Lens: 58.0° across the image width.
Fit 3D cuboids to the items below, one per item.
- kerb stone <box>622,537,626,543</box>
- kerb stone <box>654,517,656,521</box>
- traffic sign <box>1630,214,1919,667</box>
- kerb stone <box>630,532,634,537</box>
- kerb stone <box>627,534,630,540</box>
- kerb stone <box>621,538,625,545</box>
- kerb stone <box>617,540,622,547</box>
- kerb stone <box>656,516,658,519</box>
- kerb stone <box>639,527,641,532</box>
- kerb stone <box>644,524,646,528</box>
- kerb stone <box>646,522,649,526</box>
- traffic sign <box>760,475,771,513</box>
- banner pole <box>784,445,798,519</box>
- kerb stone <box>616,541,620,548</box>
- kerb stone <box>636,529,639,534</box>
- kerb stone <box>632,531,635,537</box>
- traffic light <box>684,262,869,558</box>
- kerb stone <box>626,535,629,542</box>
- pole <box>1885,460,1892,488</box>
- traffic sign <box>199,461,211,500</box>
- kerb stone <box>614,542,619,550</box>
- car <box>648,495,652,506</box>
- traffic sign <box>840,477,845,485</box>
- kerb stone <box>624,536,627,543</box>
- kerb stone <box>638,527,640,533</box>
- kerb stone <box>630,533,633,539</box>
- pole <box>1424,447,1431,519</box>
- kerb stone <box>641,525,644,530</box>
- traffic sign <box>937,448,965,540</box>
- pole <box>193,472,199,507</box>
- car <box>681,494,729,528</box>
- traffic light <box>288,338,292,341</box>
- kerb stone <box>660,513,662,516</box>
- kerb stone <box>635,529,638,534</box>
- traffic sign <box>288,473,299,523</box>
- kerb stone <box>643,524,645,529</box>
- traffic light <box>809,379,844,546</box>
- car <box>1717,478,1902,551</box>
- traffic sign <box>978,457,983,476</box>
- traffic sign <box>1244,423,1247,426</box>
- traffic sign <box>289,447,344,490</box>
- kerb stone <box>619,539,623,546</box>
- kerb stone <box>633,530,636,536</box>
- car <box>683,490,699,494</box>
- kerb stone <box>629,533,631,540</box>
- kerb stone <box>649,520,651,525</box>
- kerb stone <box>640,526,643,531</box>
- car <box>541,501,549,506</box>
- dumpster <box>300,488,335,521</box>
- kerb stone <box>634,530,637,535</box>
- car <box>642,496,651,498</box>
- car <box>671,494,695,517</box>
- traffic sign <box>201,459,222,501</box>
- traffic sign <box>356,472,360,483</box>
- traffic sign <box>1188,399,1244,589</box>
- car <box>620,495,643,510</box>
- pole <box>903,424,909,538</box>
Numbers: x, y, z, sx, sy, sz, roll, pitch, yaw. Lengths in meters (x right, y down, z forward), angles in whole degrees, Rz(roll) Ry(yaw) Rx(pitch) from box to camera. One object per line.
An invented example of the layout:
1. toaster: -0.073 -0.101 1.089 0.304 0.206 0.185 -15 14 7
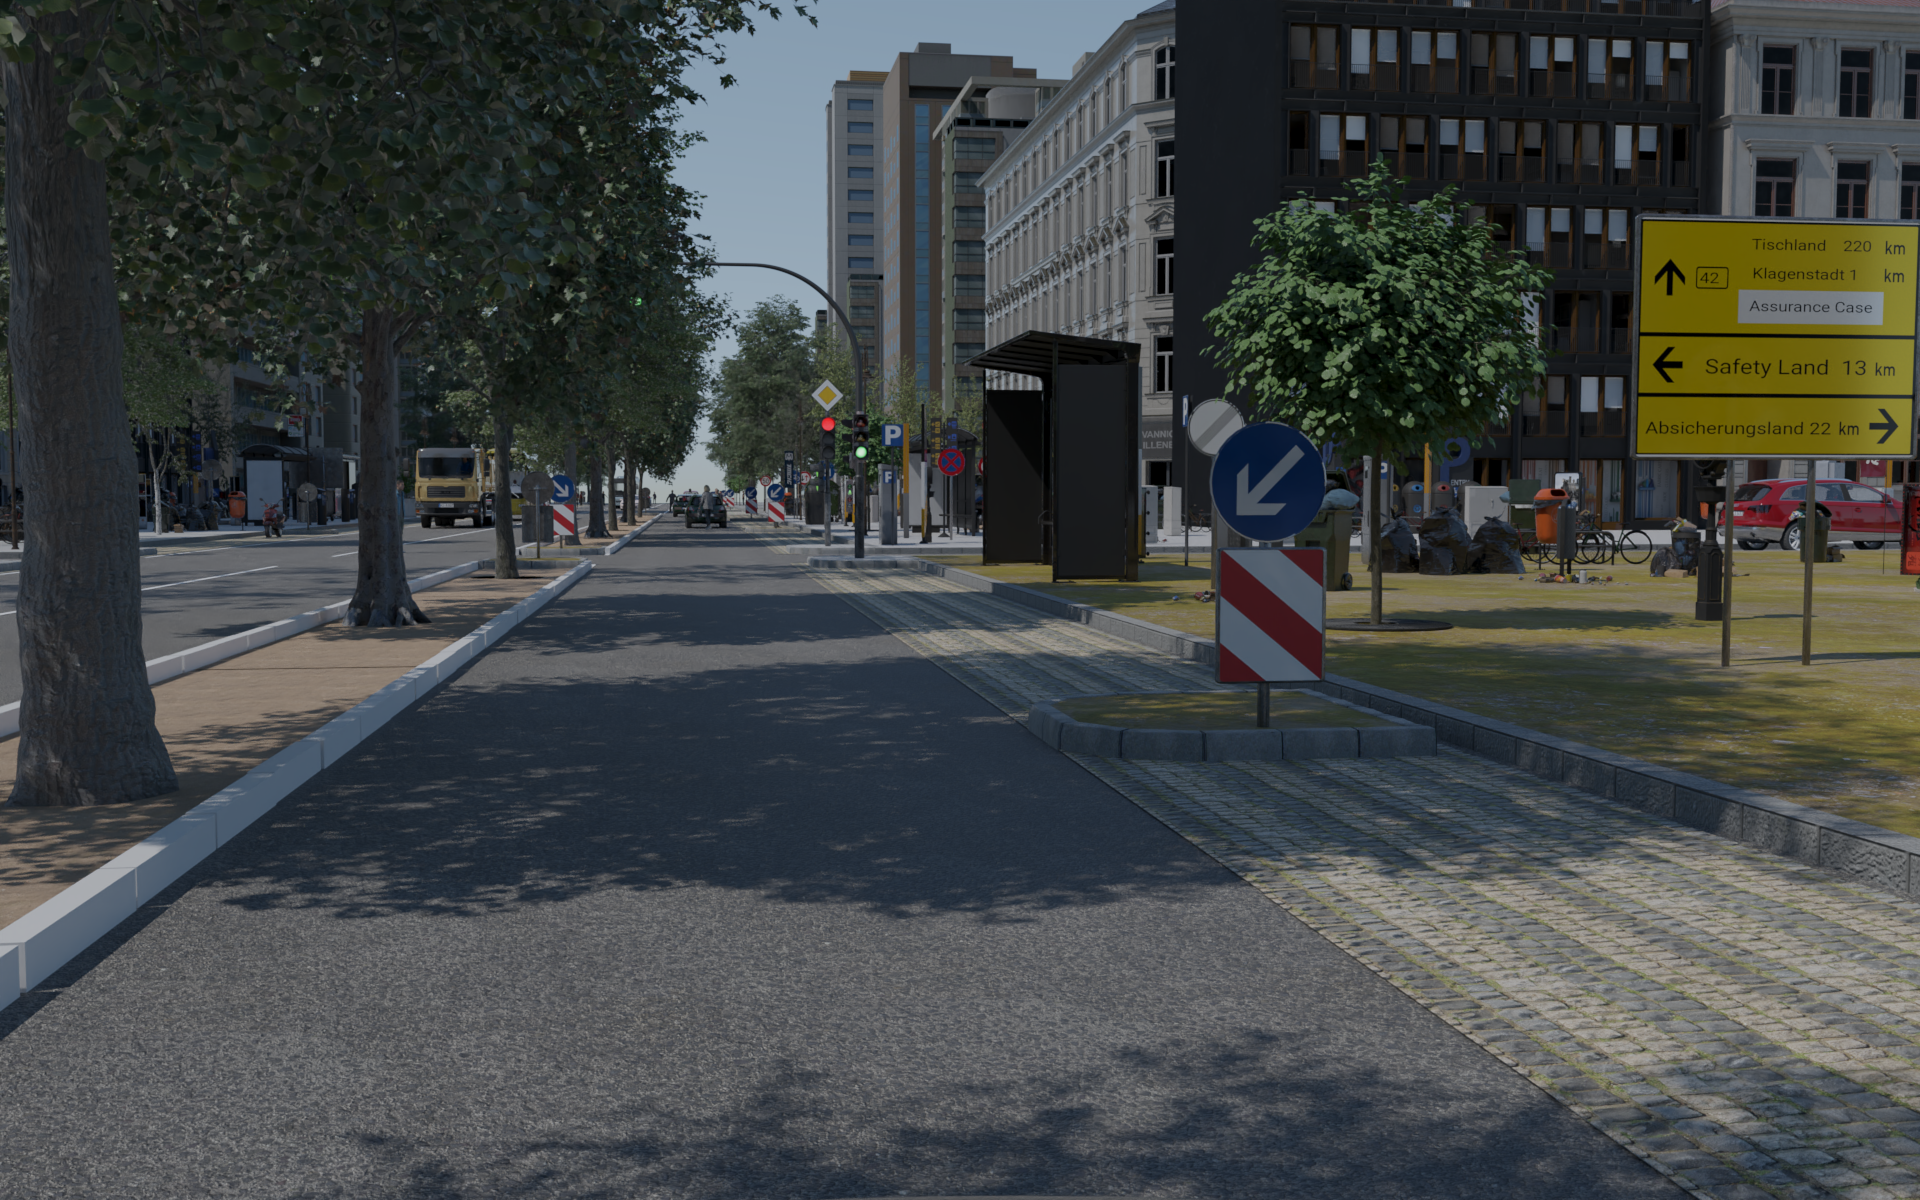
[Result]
1. kerb stone: -9.517 -1.615 48.593 0.120 0.150 1.000 -1 4 -9
2. kerb stone: -15.490 -3.967 87.058 0.120 0.150 1.000 -1 4 -9
3. traffic sign: 6.017 -1.159 12.821 2.265 3.308 0.079 0 4 -7
4. kerb stone: -10.460 -1.983 54.671 0.120 0.150 1.000 -1 4 -9
5. kerb stone: -9.991 -1.801 51.635 0.120 0.150 1.000 -1 4 -9
6. kerb stone: -9.359 -1.552 47.578 0.120 0.150 1.000 -1 4 -9
7. kerb stone: -9.041 -1.428 45.557 0.120 0.150 1.000 -1 4 -9
8. kerb stone: -16.116 -4.212 91.115 0.120 0.150 1.000 -1 4 -9
9. kerb stone: -11.714 -2.480 62.754 0.120 0.150 1.000 -1 4 -9
10. kerb stone: -12.652 -2.844 68.850 0.120 0.150 1.000 -1 4 -9
11. kerb stone: -13.280 -3.099 72.895 0.120 0.150 1.000 -1 4 -9
12. traffic sign: -13.192 -7.186 117.597 0.768 2.556 0.104 0 4 -7
13. banner pole: -8.513 -5.989 87.943 0.863 3.779 0.401 -1 4 -13
14. kerb stone: -8.889 -1.367 44.546 0.120 0.150 1.000 -1 4 -9
15. kerb stone: -11.237 -2.295 59.721 0.120 0.150 1.000 -1 4 -9
16. kerb stone: -10.614 -2.048 55.681 0.120 0.150 1.000 -1 4 -9
17. traffic light: -4.093 -3.634 34.080 4.771 5.953 1.251 -1 4 -9
18. kerb stone: -9.825 -1.737 50.617 0.120 0.150 1.000 -1 4 -9
19. pole: 28.712 -3.653 53.574 0.158 3.312 0.155 0 3 0
20. traffic sign: -28.037 -3.950 64.685 0.768 2.556 0.104 0 4 0
21. kerb stone: -8.727 -1.305 43.537 0.120 0.150 1.000 -1 4 -9
22. car: -38.713 -12.256 212.386 2.014 1.417 4.499 -1 4 -10
23. traffic sign: -6.737 -6.348 103.797 0.884 2.594 0.081 0 4 -5
24. kerb stone: -9.680 -1.673 49.602 0.120 0.150 1.000 -1 4 -9
25. kerb stone: -11.558 -2.419 61.740 0.120 0.150 1.000 -1 4 -9
26. kerb stone: -10.296 -1.920 53.659 0.120 0.150 1.000 -1 4 -9
27. pole: 14.542 -3.670 53.840 0.158 3.312 0.155 0 3 0
28. kerb stone: -12.183 -2.663 65.797 0.120 0.150 1.000 -1 4 -9
29. traffic sign: -0.244 -2.937 48.127 0.768 2.556 0.104 0 4 -2
30. pole: -29.071 -4.405 65.863 0.158 3.312 0.155 0 3 0
31. car: -10.885 -3.931 74.063 2.009 1.686 4.222 -1 4 -10
32. traffic light: -17.772 -4.009 40.208 4.771 5.953 1.251 -1 4 -9
33. kerb stone: -17.998 -4.958 103.265 0.120 0.150 1.000 -1 4 -9
34. kerb stone: -11.085 -2.233 58.711 0.120 0.150 1.000 -1 4 -9
35. traffic sign: -29.679 -4.737 77.552 0.768 2.556 0.104 0 4 -1
36. kerb stone: -12.500 -2.788 67.839 0.120 0.150 1.000 -1 4 -9
37. traffic light: -3.264 -3.273 42.431 0.839 4.253 0.868 -1 4 -9
38. car: 21.246 -2.051 42.208 5.304 1.827 2.281 -1 4 -9
39. traffic sign: 0.965 -3.433 56.236 0.768 2.556 0.104 0 4 1
40. traffic sign: 4.755 -1.836 30.125 0.768 2.556 0.104 0 4 -7
41. traffic sign: -28.146 -5.007 75.733 2.265 3.308 0.079 -1 4 -8
42. kerb stone: -9.207 -1.491 46.567 0.120 0.150 1.000 -1 4 -9
43. kerb stone: -10.771 -2.110 56.691 0.120 0.150 1.000 -1 4 -9
44. car: -28.291 -10.607 182.104 2.281 1.827 5.304 -1 4 -9
45. kerb stone: -10.145 -1.861 52.647 0.120 0.150 1.000 -1 4 -9
46. kerb stone: -13.910 -3.349 76.947 0.120 0.150 1.000 -1 4 -9
47. kerb stone: -12.029 -2.603 64.784 0.120 0.150 1.000 -1 4 -9
48. car: -29.711 -6.841 120.895 2.155 1.783 4.494 -1 4 -8
49. dumpster: -29.863 -4.570 80.476 1.264 1.857 1.865 -1 4 -9
50. kerb stone: -10.933 -2.172 57.700 0.120 0.150 1.000 -1 4 -9
51. car: -36.828 -11.695 200.259 2.155 1.783 4.494 0 4 -8
52. car: -17.196 -6.074 109.103 2.009 1.686 4.222 0 4 -8
53. traffic sign: -27.417 -3.875 63.468 0.768 2.556 0.104 0 4 -7
54. traffic sign: -33.741 -5.982 97.919 0.768 2.556 0.104 0 4 -4
55. traffic sign: 3.424 -1.418 23.285 0.768 2.556 0.104 0 4 -4
56. car: -29.211 -8.681 154.290 2.083 1.381 4.827 0 4 -7
57. pole: -1.557 -3.444 50.145 0.158 3.312 0.155 0 3 0
